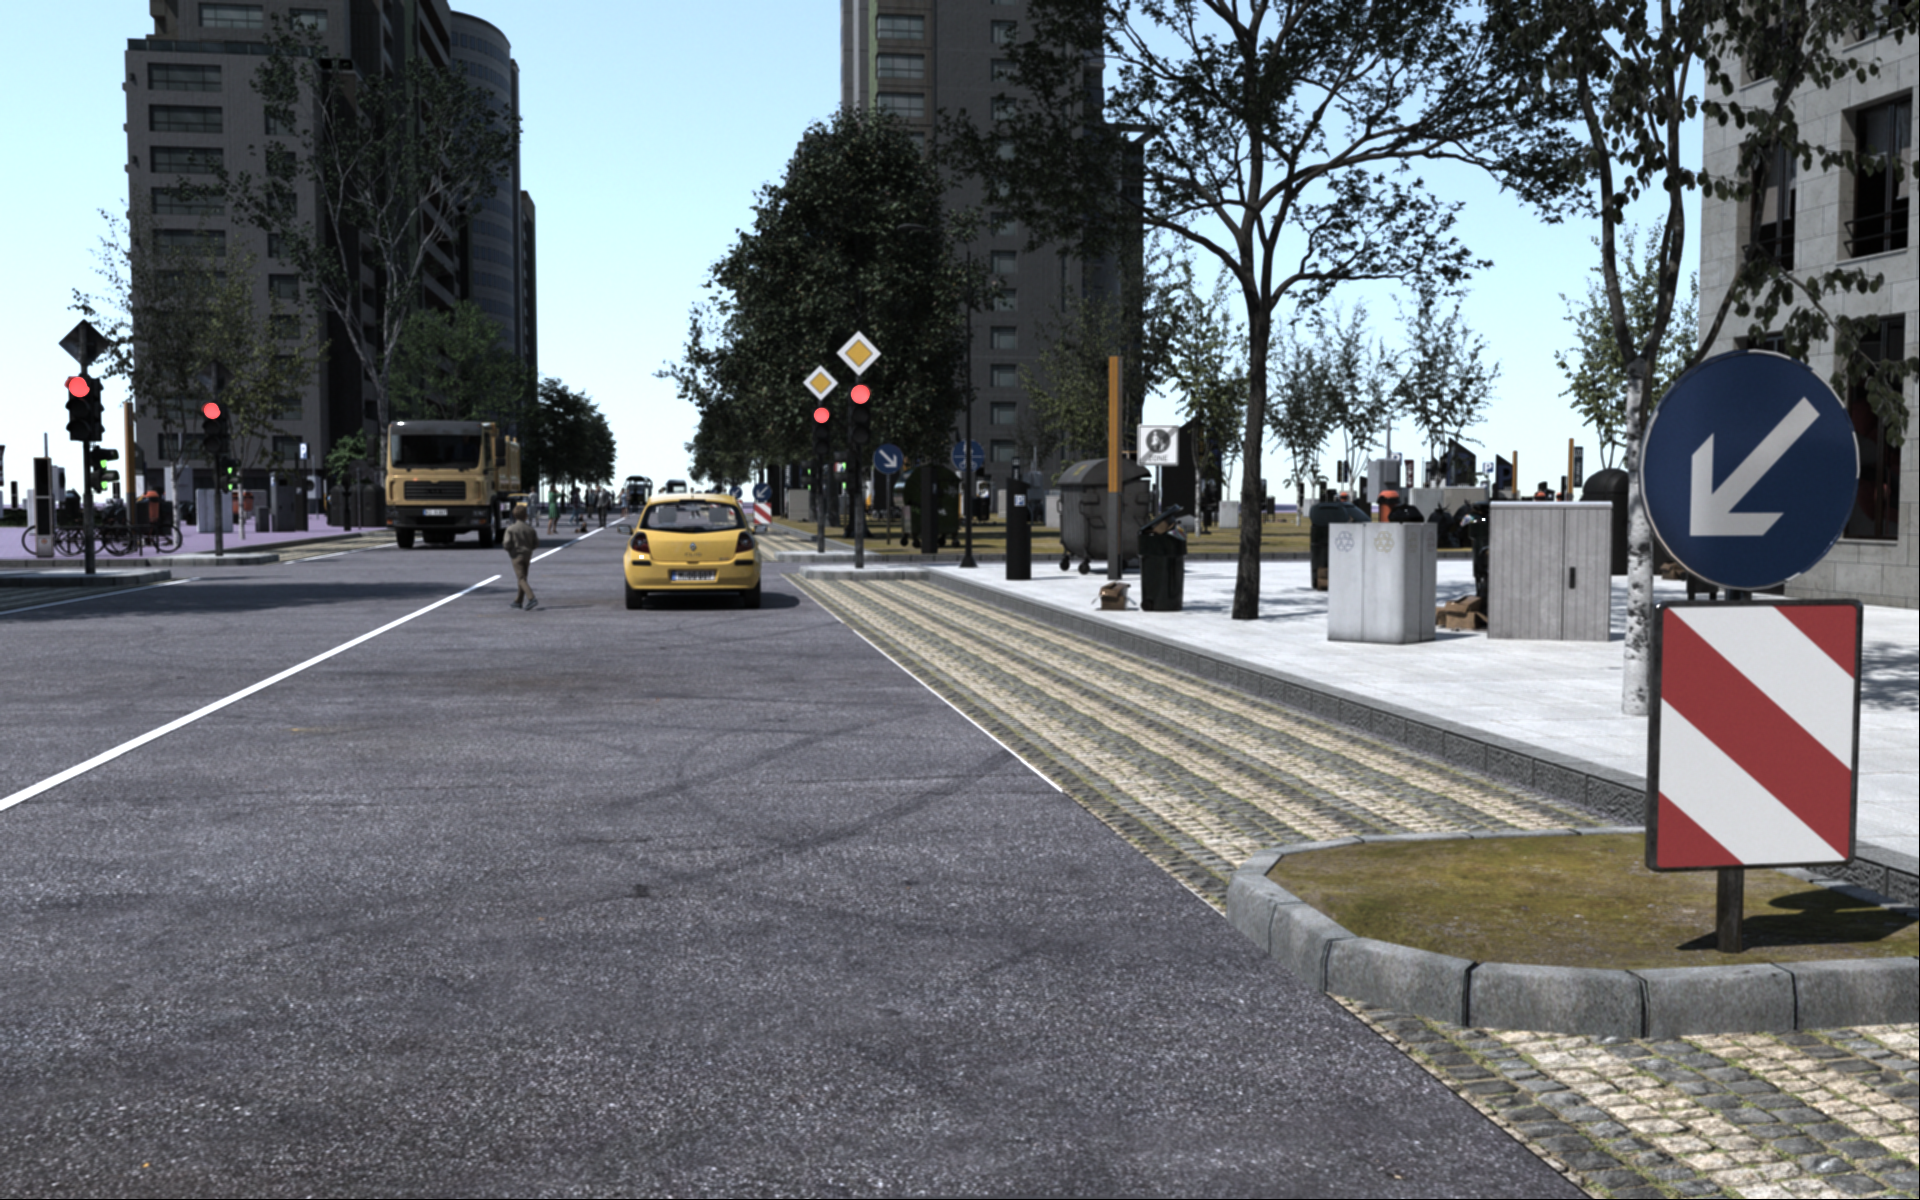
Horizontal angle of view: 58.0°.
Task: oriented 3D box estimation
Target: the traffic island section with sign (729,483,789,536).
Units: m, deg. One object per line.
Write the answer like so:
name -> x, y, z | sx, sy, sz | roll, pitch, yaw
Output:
traffic island section with sign -> -7.026, -3.160, 60.299 | 1.989, 1.847, 2.006 | -1, 4, -9

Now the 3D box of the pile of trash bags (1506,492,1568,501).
pile of trash bags -> 24.599, -3.993, 75.030 | 1.912, 1.369, 3.447 | 0, 4, -3

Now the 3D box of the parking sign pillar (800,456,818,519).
parking sign pillar -> -7.621, -5.948, 85.724 | 1.447, 3.967, 1.447 | -1, 4, -12

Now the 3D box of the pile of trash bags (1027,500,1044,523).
pile of trash bags -> 3.975, -4.210, 78.585 | 3.447, 1.369, 1.912 | 3, 5, 42

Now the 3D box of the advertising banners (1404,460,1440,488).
advertising banners -> 23.531, -5.615, 87.999 | 2.074, 3.025, 0.090 | 0, 4, -7

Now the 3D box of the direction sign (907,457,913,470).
direction sign -> -2.865, -6.896, 104.740 | 0.876, 3.537, 0.379 | 0, 4, 7

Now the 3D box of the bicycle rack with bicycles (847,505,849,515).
bicycle rack with bicycles -> -5.535, -5.433, 102.216 | 2.925, 0.926, 2.852 | -1, 4, -16

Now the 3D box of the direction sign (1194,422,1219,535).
direction sign -> 7.825, -3.853, 54.999 | 0.876, 3.537, 0.379 | -2, 4, -25

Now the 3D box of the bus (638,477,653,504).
bus -> -45.576, -15.754, 249.124 | 2.896, 3.916, 12.252 | -1, 4, -9

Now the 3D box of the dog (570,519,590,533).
dog -> -14.055, -2.680, 64.016 | 0.748, 0.427, 0.550 | -1, 4, -13

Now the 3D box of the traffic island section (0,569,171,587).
traffic island section -> -14.046, -0.346, 27.938 | 2.009, 0.180, 2.903 | -1, 4, -9

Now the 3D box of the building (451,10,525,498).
building -> -65.314, -40.908, 210.841 | 21.231, 58.520, 28.212 | -1, 4, -9

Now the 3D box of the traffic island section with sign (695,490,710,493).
traffic island section with sign -> -23.858, -9.447, 163.086 | 1.989, 1.847, 2.006 | -1, 4, -9

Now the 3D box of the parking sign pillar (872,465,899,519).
parking sign pillar -> -3.802, -6.163, 89.242 | 1.447, 3.967, 1.447 | -1, 4, -12

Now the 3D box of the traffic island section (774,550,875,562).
traffic island section -> -3.008, -0.951, 37.824 | 2.009, 0.180, 2.903 | -1, 4, -9

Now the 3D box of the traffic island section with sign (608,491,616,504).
traffic island section with sign -> -49.201, -14.309, 242.577 | 1.989, 1.847, 2.006 | -1, 4, -9

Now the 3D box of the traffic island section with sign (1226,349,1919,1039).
traffic island section with sign -> 1.943, 0.191, 5.509 | 1.989, 1.847, 2.006 | -1, 4, -9

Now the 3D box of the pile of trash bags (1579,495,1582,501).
pile of trash bags -> 42.517, -6.650, 118.484 | 3.447, 1.369, 1.912 | 2, 4, 32

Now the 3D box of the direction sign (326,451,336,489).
direction sign -> -33.535, -6.144, 92.444 | 0.379, 3.537, 0.876 | 1, 4, 10

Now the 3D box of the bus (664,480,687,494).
bus -> -37.332, -14.211, 227.208 | 2.948, 3.499, 13.247 | -1, 4, -11

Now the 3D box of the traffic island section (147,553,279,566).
traffic island section -> -15.336, -0.828, 35.818 | 2.009, 0.180, 2.903 | -1, 4, -9

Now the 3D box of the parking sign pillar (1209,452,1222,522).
parking sign pillar -> 11.596, -5.598, 80.006 | 1.447, 3.967, 1.447 | -1, 4, -22

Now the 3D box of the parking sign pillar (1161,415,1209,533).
parking sign pillar -> 7.358, -4.231, 57.652 | 1.447, 3.967, 1.447 | 0, 4, 0

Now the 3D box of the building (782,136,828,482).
building -> -12.306, -37.516, 232.993 | 23.786, 49.044, 30.456 | -1, 4, -9

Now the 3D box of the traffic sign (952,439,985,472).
traffic sign -> 0.185, -2.459, 40.317 | 0.768, 2.556, 0.104 | 0, 4, -3

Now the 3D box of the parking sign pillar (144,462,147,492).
parking sign pillar -> -49.341, -7.090, 104.400 | 1.447, 3.967, 1.447 | -2, 4, -31

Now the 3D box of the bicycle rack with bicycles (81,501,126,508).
bicycle rack with bicycles -> -43.258, -4.593, 88.481 | 2.925, 0.926, 2.852 | 1, 4, 12

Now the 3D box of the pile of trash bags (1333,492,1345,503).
pile of trash bags -> 21.187, -5.213, 94.988 | 1.912, 1.369, 3.447 | 1, 4, 16

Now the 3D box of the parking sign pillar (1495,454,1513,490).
parking sign pillar -> 36.465, -7.779, 115.660 | 1.447, 3.967, 1.447 | 0, 4, -1

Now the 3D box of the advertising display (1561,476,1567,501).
advertising display -> 21.393, -3.433, 61.350 | 0.123, 1.923, 0.974 | 2, 4, 24

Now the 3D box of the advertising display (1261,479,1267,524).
advertising display -> 12.723, -4.200, 73.885 | 0.974, 1.923, 0.123 | -3, 5, -42

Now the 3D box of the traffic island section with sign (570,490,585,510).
traffic island section with sign -> -35.776, -9.293, 160.561 | 1.989, 1.847, 2.006 | -1, 4, -9

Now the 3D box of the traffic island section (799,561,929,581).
traffic island section -> -1.717, -0.469, 29.944 | 2.009, 0.180, 2.903 | -1, 4, -9

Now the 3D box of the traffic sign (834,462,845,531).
traffic sign -> -3.983, -3.660, 59.944 | 0.768, 2.556, 0.104 | 0, 4, -4

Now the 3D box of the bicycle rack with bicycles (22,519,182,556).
bicycle rack with bicycles -> -18.196, -1.415, 36.516 | 2.925, 0.926, 2.852 | -1, 4, -13

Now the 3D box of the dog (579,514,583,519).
dog -> -19.796, -4.257, 89.791 | 0.748, 0.427, 0.550 | -1, 4, -10

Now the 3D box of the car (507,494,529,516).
car -> -25.894, -5.593, 101.670 | 2.015, 1.641, 3.980 | -1, 4, -10

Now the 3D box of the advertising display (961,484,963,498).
advertising display -> 0.331, -6.263, 107.619 | 0.123, 1.923, 0.974 | -2, 4, -34

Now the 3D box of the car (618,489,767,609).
car -> -3.554, -0.785, 23.057 | 2.015, 1.641, 3.980 | -1, 4, -9

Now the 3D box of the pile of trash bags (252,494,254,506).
pile of trash bags -> -36.257, -4.574, 84.537 | 3.447, 1.369, 1.912 | -3, 4, -38

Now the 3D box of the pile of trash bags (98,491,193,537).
pile of trash bags -> -25.058, -2.643, 52.969 | 1.912, 1.369, 3.447 | -3, 4, -39

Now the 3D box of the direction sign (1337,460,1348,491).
direction sign -> 25.811, -7.636, 116.852 | 0.876, 3.537, 0.379 | -2, 4, -25

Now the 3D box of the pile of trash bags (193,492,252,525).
pile of trash bags -> -31.325, -3.769, 71.382 | 3.447, 1.369, 1.912 | -1, 4, -11

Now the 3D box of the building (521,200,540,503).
building -> -64.548, -33.596, 232.883 | 14.154, 41.232, 14.086 | -1, 4, -9

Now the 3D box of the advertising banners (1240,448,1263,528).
advertising banners -> 10.918, -4.194, 64.764 | 0.090, 3.025, 2.074 | 2, 4, 32

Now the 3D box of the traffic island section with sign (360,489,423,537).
traffic island section with sign -> -19.032, -3.041, 58.341 | 1.989, 1.847, 2.006 | -1, 4, -9

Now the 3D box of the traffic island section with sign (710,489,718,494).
traffic island section with sign -> -11.379, -4.787, 86.902 | 1.989, 1.847, 2.006 | -1, 4, -9

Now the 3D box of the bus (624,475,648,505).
bus -> -43.251, -14.705, 231.965 | 2.896, 3.916, 12.252 | -1, 4, -8

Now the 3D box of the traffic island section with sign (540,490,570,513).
traffic island section with sign -> -31.412, -7.660, 133.865 | 1.989, 1.847, 2.006 | -1, 4, -9

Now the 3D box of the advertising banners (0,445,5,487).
advertising banners -> -34.246, -3.941, 60.628 | 0.090, 3.025, 2.074 | 1, 4, 20

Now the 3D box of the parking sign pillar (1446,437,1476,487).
parking sign pillar -> 23.502, -5.678, 81.302 | 1.447, 3.967, 1.447 | 3, 4, 37

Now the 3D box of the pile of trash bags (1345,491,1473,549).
pile of trash bags -> 11.297, -1.998, 42.426 | 1.912, 1.369, 3.447 | -1, 4, -21

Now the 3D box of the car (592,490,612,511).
car -> -31.564, -8.737, 151.523 | 2.281, 1.827, 5.304 | -1, 4, -9

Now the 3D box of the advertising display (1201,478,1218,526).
advertising display -> 9.826, -3.883, 68.705 | 0.974, 1.923, 0.123 | -2, 4, -34

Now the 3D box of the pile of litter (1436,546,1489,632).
pile of litter -> 4.969, -0.176, 16.850 | 1.176, 0.858, 1.719 | 2, 4, 26

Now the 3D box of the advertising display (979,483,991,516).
advertising display -> 1.463, -5.985, 103.061 | 0.123, 1.923, 0.974 | -3, 4, -38

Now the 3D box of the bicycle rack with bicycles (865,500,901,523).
bicycle rack with bicycles -> -2.681, -3.948, 77.925 | 2.925, 0.926, 2.852 | -1, 4, -21
